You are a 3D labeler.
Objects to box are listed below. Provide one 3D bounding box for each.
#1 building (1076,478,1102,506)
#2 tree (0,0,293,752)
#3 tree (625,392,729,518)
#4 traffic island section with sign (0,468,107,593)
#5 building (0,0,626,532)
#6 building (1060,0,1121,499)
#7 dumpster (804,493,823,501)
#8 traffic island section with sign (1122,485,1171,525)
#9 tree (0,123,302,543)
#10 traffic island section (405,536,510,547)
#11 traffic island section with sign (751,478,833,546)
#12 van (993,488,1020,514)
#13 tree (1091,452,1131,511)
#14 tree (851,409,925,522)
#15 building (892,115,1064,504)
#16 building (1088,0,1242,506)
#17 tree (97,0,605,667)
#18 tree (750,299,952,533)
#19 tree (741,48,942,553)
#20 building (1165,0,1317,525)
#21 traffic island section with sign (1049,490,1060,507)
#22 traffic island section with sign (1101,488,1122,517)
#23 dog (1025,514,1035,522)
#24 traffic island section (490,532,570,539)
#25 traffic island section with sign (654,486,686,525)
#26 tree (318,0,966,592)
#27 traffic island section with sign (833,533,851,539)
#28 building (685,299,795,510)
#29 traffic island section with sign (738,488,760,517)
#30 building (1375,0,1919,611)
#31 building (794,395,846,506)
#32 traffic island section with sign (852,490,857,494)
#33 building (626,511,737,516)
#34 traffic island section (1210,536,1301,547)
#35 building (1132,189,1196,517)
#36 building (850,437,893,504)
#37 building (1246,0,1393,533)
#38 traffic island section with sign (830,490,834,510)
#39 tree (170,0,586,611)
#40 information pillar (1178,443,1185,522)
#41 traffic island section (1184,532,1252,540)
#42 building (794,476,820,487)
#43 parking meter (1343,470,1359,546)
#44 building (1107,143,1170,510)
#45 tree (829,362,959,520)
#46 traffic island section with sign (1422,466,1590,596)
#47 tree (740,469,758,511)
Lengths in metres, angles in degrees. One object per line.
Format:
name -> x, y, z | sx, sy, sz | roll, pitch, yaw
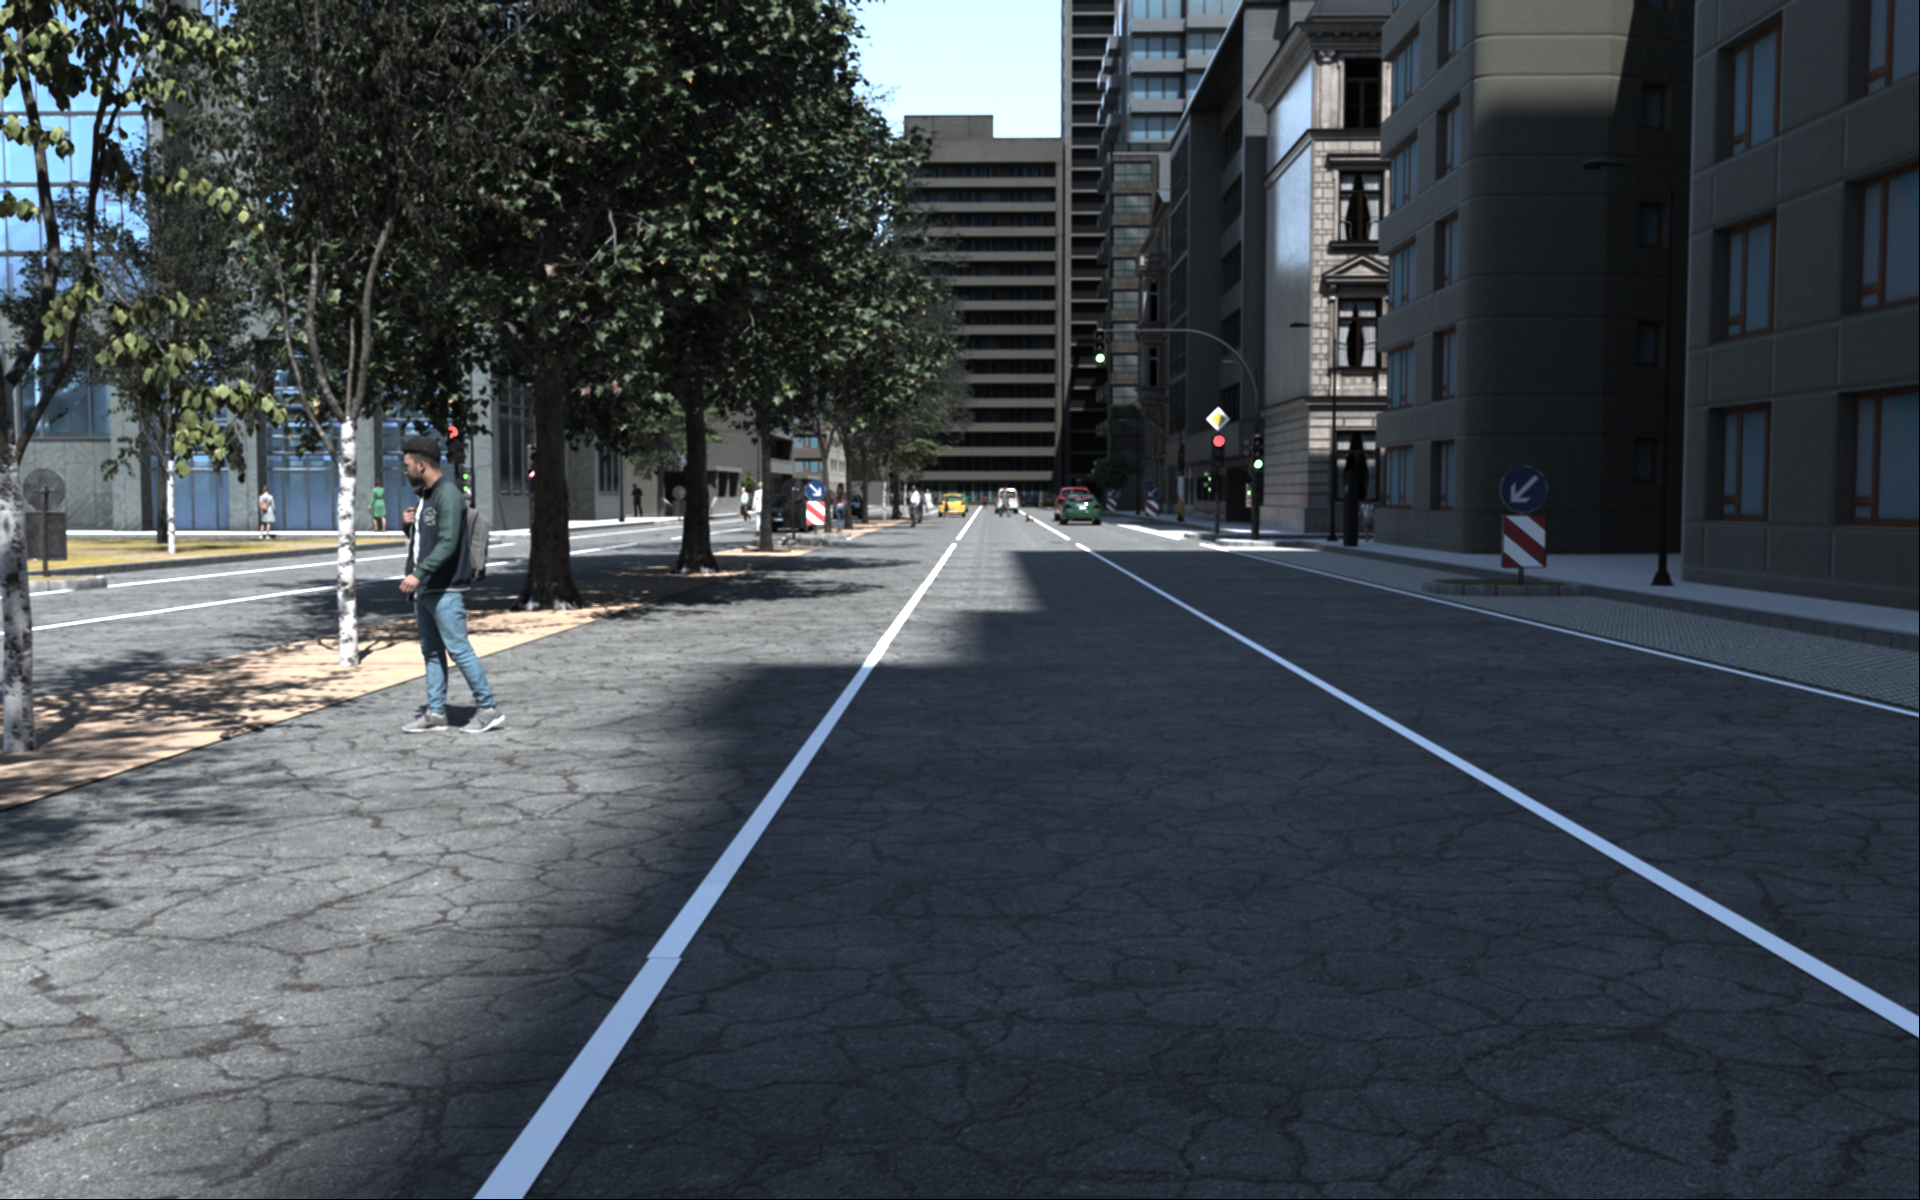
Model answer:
building -> 29.485, -30.736, 194.420 | 32.217, 40.220, 23.993 | 0, 4, 1
tree -> -5.184, -3.443, 9.120 | 4.737, 8.622, 4.395 | 0, 3, 0
tree -> -16.240, -10.757, 93.998 | 7.486, 12.596, 7.792 | 0, 3, 0
traffic island section with sign -> -14.097, -1.069, 26.112 | 1.989, 1.847, 2.006 | 0, 4, 1
building -> -26.740, -46.430, 71.806 | 22.319, 86.520, 31.000 | 0, 4, 1
building -> 23.486, -48.012, 223.248 | 20.611, 71.187, 20.563 | 0, 4, 1
dumpster -> -12.346, -8.328, 144.375 | 1.865, 1.857, 1.264 | 0, 4, 1
traffic island section with sign -> 8.754, -4.400, 80.568 | 1.989, 1.847, 2.006 | 0, 4, 1
tree -> -20.860, -6.735, 44.529 | 8.767, 10.594, 7.601 | 0, 4, 4
traffic island section -> -14.048, -1.596, 48.375 | 2.009, 0.180, 2.903 | 0, 4, 1
traffic island section with sign -> -4.728, -2.466, 48.449 | 2.006, 1.907, 1.989 | 0, 4, 1
van -> 3.469, -7.443, 128.705 | 2.013, 2.044, 4.112 | 0, 4, -1
tree -> 11.777, -9.212, 134.335 | 4.285, 4.588, 4.351 | 0, 3, 0
tree -> -3.932, -8.360, 89.499 | 4.360, 8.622, 3.978 | 0, 3, 0
building -> 2.329, -36.751, 224.572 | 21.600, 48.544, 21.300 | 0, 4, 1
building -> 24.792, -33.471, 166.866 | 23.786, 49.044, 30.456 | 0, 4, 1
tree -> -5.077, -3.762, 14.332 | 4.360, 8.622, 3.978 | 0, 3, 0
tree -> -4.426, -7.447, 58.634 | 8.767, 10.594, 7.601 | 0, 4, 1
tree -> -4.721, -7.896, 41.932 | 12.009, 13.543, 11.850 | 0, 3, 0
building -> 18.180, -15.997, 80.613 | 14.314, 24.678, 30.058 | 0, 4, 1
traffic island section with sign -> 10.548, -10.782, 184.918 | 1.989, 1.847, 2.006 | 0, 4, 1
traffic island section with sign -> 9.228, -6.048, 107.519 | 1.989, 1.847, 2.006 | 0, 4, 1
dog -> 3.592, -4.288, 90.306 | 0.550, 0.427, 0.748 | -1, 4, -12
traffic island section -> -13.911, -2.084, 56.359 | 2.009, 0.180, 2.903 | 0, 4, 1
traffic island section with sign -> -13.154, -4.424, 80.953 | 1.989, 1.847, 2.006 | 0, 4, 1
tree -> -4.748, -6.820, 30.970 | 9.611, 12.733, 9.660 | 0, 3, 0
traffic island section with sign -> -4.592, -2.919, 55.855 | 2.006, 1.907, 1.989 | 0, 4, 1
building -> -25.515, -31.705, 142.081 | 21.300, 48.544, 21.600 | 0, 4, 1
traffic island section with sign -> -12.690, -6.072, 107.904 | 1.989, 1.847, 2.006 | 0, 4, 1
building -> 24.540, -11.343, 30.502 | 27.650, 21.520, 28.899 | 0, 4, 1
building -> -28.154, -21.373, 194.492 | 28.899, 21.520, 27.650 | 0, 4, 1
traffic island section with sign -> -11.353, -10.838, 185.820 | 1.989, 1.847, 2.006 | 0, 4, 1
building -> -30.772, -25.547, 109.567 | 32.217, 40.220, 23.993 | 0, 4, 1
traffic island section -> 8.190, -1.572, 47.989 | 2.009, 0.180, 2.903 | 0, 4, 1
building -> 18.730, -18.012, 113.578 | 14.460, 24.649, 34.723 | 0, 4, 1
building -> -15.589, -27.513, 221.537 | 14.107, 30.474, 14.160 | 0, 4, 1
building -> 20.399, -11.983, 60.553 | 19.286, 19.102, 10.561 | 0, 4, 1
traffic island section with sign -> -11.825, -9.161, 158.412 | 1.989, 1.847, 2.006 | 0, 4, 1
tree -> -5.086, -6.227, 21.281 | 9.611, 12.733, 9.660 | 0, 3, 0
information pillar -> 10.242, -5.436, 80.233 | 0.183, 3.616, 0.504 | -1, 4, -20
traffic island section -> 8.327, -2.061, 55.973 | 2.009, 0.180, 2.903 | 0, 4, 1
building -> -30.108, -28.968, 165.514 | 32.217, 40.220, 23.993 | 0, 4, 1
parking meter -> 9.600, -2.251, 42.519 | 0.255, 1.863, 0.399 | 0, 4, -8
building -> 19.277, -22.849, 145.284 | 14.160, 30.474, 14.107 | 0, 4, 1
tree -> -3.636, -10.691, 95.386 | 7.486, 12.596, 7.792 | 0, 3, 0
traffic island section with sign -> 7.802, -1.004, 25.040 | 1.989, 1.847, 2.006 | 0, 4, 1
tree -> -15.909, -8.298, 130.265 | 1.663, 3.219, 1.824 | 0, 3, 0
